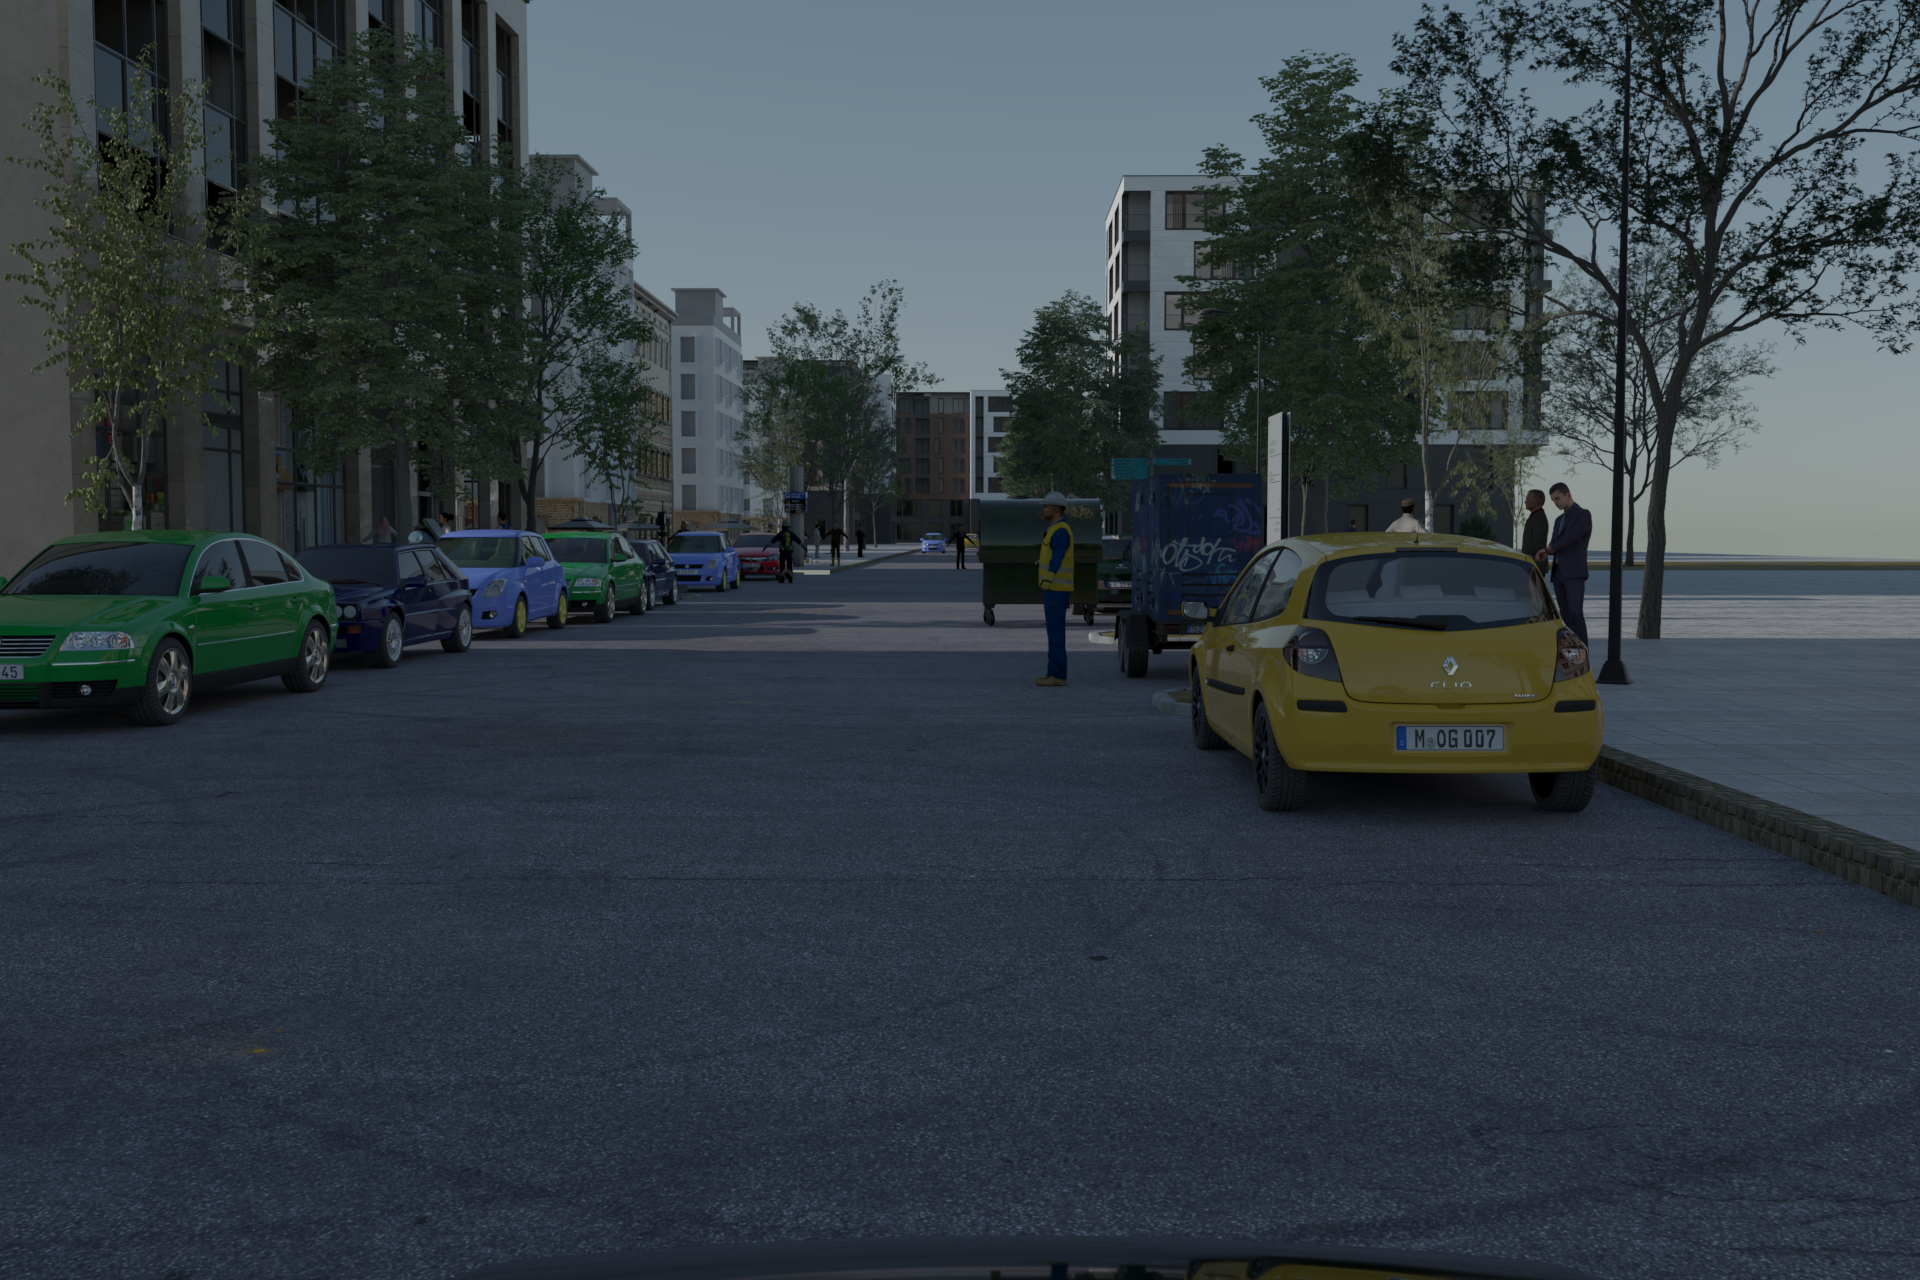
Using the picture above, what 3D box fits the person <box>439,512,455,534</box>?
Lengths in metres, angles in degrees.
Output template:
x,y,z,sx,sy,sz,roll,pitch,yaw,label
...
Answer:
x,y,z,sx,sy,sz,roll,pitch,yaw,label
-10.904,-1.810,36.371,0.721,1.739,1.217,-2,4,-28,person

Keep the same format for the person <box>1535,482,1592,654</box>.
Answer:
x,y,z,sx,sy,sz,roll,pitch,yaw,label
5.626,-0.593,16.191,0.568,1.767,0.683,-1,4,-15,person

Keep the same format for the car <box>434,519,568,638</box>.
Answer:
x,y,z,sx,sy,sz,roll,pitch,yaw,label
-6.846,-0.938,24.933,1.945,1.707,3.694,0,4,1,car

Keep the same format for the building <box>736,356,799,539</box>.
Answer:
x,y,z,sx,sy,sz,roll,pitch,yaw,label
-23.194,-20.133,185.598,16.016,20.090,11.380,0,4,1,building

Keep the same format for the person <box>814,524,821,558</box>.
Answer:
x,y,z,sx,sy,sz,roll,pitch,yaw,label
-7.583,-5.271,92.367,0.705,1.806,1.347,-1,4,-15,person

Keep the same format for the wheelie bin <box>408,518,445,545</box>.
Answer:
x,y,z,sx,sy,sz,roll,pitch,yaw,label
-10.609,-1.634,34.628,0.693,1.594,0.980,0,4,0,wheelie bin

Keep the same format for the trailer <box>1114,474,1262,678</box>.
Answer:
x,y,z,sx,sy,sz,roll,pitch,yaw,label
2.366,-0.689,18.308,1.471,1.999,3.904,0,3,0,trailer

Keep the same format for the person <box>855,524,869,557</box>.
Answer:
x,y,z,sx,sy,sz,roll,pitch,yaw,label
-5.447,-5.461,95.215,0.705,1.837,1.347,2,4,29,person

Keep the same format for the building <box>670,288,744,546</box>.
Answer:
x,y,z,sx,sy,sz,roll,pitch,yaw,label
-23.660,-17.006,134.464,16.016,20.090,11.380,0,4,2,building

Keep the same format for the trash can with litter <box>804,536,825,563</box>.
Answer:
x,y,z,sx,sy,sz,roll,pitch,yaw,label
-6.861,-4.102,78.122,1.678,1.210,2.233,0,4,2,trash can with litter

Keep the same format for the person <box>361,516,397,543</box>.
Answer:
x,y,z,sx,sy,sz,roll,pitch,yaw,label
-16.581,-2.674,49.860,1.347,1.811,0.704,-1,4,-18,person

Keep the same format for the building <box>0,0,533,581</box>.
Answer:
x,y,z,sx,sy,sz,roll,pitch,yaw,label
-29.056,-17.541,53.018,22.709,31.103,35.509,0,4,1,building

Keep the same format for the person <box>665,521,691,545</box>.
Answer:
x,y,z,sx,sy,sz,roll,pitch,yaw,label
-9.530,-3.228,59.589,1.215,1.729,0.721,0,4,4,person

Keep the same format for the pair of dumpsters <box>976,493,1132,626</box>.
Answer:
x,y,z,sx,sy,sz,roll,pitch,yaw,label
2.476,-1.378,27.475,4.436,2.255,1.574,0,4,0,pair of dumpsters

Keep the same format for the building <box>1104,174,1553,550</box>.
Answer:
x,y,z,sx,sy,sz,roll,pitch,yaw,label
23.406,-16.580,115.065,27.936,21.610,32.646,0,4,1,building

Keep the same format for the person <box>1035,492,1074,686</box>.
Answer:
x,y,z,sx,sy,sz,roll,pitch,yaw,label
0.874,-0.489,16.430,0.705,1.833,1.349,0,4,2,person

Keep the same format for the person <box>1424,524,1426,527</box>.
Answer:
x,y,z,sx,sy,sz,roll,pitch,yaw,label
11.923,-2.361,45.455,0.742,1.727,0.445,2,4,23,person

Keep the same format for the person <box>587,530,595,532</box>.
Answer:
x,y,z,sx,sy,sz,roll,pitch,yaw,label
-17.402,-4.573,81.487,1.216,1.740,0.721,-3,4,-39,person

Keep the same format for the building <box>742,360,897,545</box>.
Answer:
x,y,z,sx,sy,sz,roll,pitch,yaw,label
-22.820,-22.976,219.627,27.936,21.610,32.646,0,4,1,building

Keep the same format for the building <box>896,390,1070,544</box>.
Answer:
x,y,z,sx,sy,sz,roll,pitch,yaw,label
-0.951,-25.145,257.553,32.646,21.610,27.936,0,4,-1,building

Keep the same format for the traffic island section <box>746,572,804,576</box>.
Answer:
x,y,z,sx,sy,sz,roll,pitch,yaw,label
-6.475,-2.298,60.438,1.991,0.108,1.994,0,4,1,traffic island section

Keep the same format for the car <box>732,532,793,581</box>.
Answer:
x,y,z,sx,sy,sz,roll,pitch,yaw,label
-6.321,-2.790,54.657,2.155,1.783,4.494,0,4,0,car

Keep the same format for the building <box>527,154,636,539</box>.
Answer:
x,y,z,sx,sy,sz,roll,pitch,yaw,label
-24.037,-14.150,87.777,16.016,20.090,11.380,0,4,1,building

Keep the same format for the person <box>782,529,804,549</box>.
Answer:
x,y,z,sx,sy,sz,roll,pitch,yaw,label
-5.806,-2.985,57.383,1.348,1.813,0.705,0,4,4,person

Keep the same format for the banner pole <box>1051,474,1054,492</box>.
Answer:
x,y,z,sx,sy,sz,roll,pitch,yaw,label
3.815,-4.980,71.440,0.401,3.779,0.863,0,4,0,banner pole

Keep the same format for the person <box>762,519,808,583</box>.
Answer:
x,y,z,sx,sy,sz,roll,pitch,yaw,label
-5.087,-2.587,50.540,1.354,1.856,0.705,-1,4,-16,person

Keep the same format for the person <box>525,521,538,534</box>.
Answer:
x,y,z,sx,sy,sz,roll,pitch,yaw,label
-15.610,-3.462,62.735,0.704,1.817,1.347,2,4,27,person

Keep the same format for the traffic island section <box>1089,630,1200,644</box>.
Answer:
x,y,z,sx,sy,sz,roll,pitch,yaw,label
2.743,-0.028,23.321,1.991,0.108,1.994,0,4,1,traffic island section

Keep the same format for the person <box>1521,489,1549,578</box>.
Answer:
x,y,z,sx,sy,sz,roll,pitch,yaw,label
6.727,-0.868,20.364,0.705,1.807,1.348,1,4,17,person

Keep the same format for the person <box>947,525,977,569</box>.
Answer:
x,y,z,sx,sy,sz,roll,pitch,yaw,label
0.043,-3.790,70.650,1.346,1.802,0.704,-2,4,-29,person

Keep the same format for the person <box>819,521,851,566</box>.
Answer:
x,y,z,sx,sy,sz,roll,pitch,yaw,label
-4.999,-3.879,69.558,1.346,1.812,0.704,1,4,14,person

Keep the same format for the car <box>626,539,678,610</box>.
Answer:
x,y,z,sx,sy,sz,roll,pitch,yaw,label
-6.630,-1.299,33.826,1.945,1.354,3.894,0,4,0,car

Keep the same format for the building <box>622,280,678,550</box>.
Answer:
x,y,z,sx,sy,sz,roll,pitch,yaw,label
-29.116,-17.091,110.369,19.493,23.208,18.063,0,3,0,building

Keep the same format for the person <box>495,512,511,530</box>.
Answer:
x,y,z,sx,sy,sz,roll,pitch,yaw,label
-10.870,-2.133,41.040,0.704,1.807,1.345,1,4,22,person

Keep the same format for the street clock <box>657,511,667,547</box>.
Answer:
x,y,z,sx,sy,sz,roll,pitch,yaw,label
-9.517,-3.108,55.384,0.358,2.002,0.471,0,4,1,street clock

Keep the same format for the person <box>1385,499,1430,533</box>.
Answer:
x,y,z,sx,sy,sz,roll,pitch,yaw,label
6.833,-1.240,26.367,0.704,1.819,1.344,-3,5,-43,person

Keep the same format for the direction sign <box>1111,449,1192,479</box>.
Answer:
x,y,z,sx,sy,sz,roll,pitch,yaw,label
5.998,-3.981,53.858,2.525,3.948,1.411,0,4,0,direction sign

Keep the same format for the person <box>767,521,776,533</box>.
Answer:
x,y,z,sx,sy,sz,roll,pitch,yaw,label
-7.344,-3.671,66.481,0.721,1.772,1.216,2,4,26,person

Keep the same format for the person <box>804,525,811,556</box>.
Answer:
x,y,z,sx,sy,sz,roll,pitch,yaw,label
-9.125,-5.806,101.110,0.705,1.806,1.347,-2,4,-35,person

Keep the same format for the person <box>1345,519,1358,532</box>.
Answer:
x,y,z,sx,sy,sz,roll,pitch,yaw,label
11.277,-2.621,49.814,0.530,1.710,0.541,-1,4,-20,person

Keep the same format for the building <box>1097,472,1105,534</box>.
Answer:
x,y,z,sx,sy,sz,roll,pitch,yaw,label
22.083,-16.448,211.069,9.099,9.664,28.070,0,4,1,building
